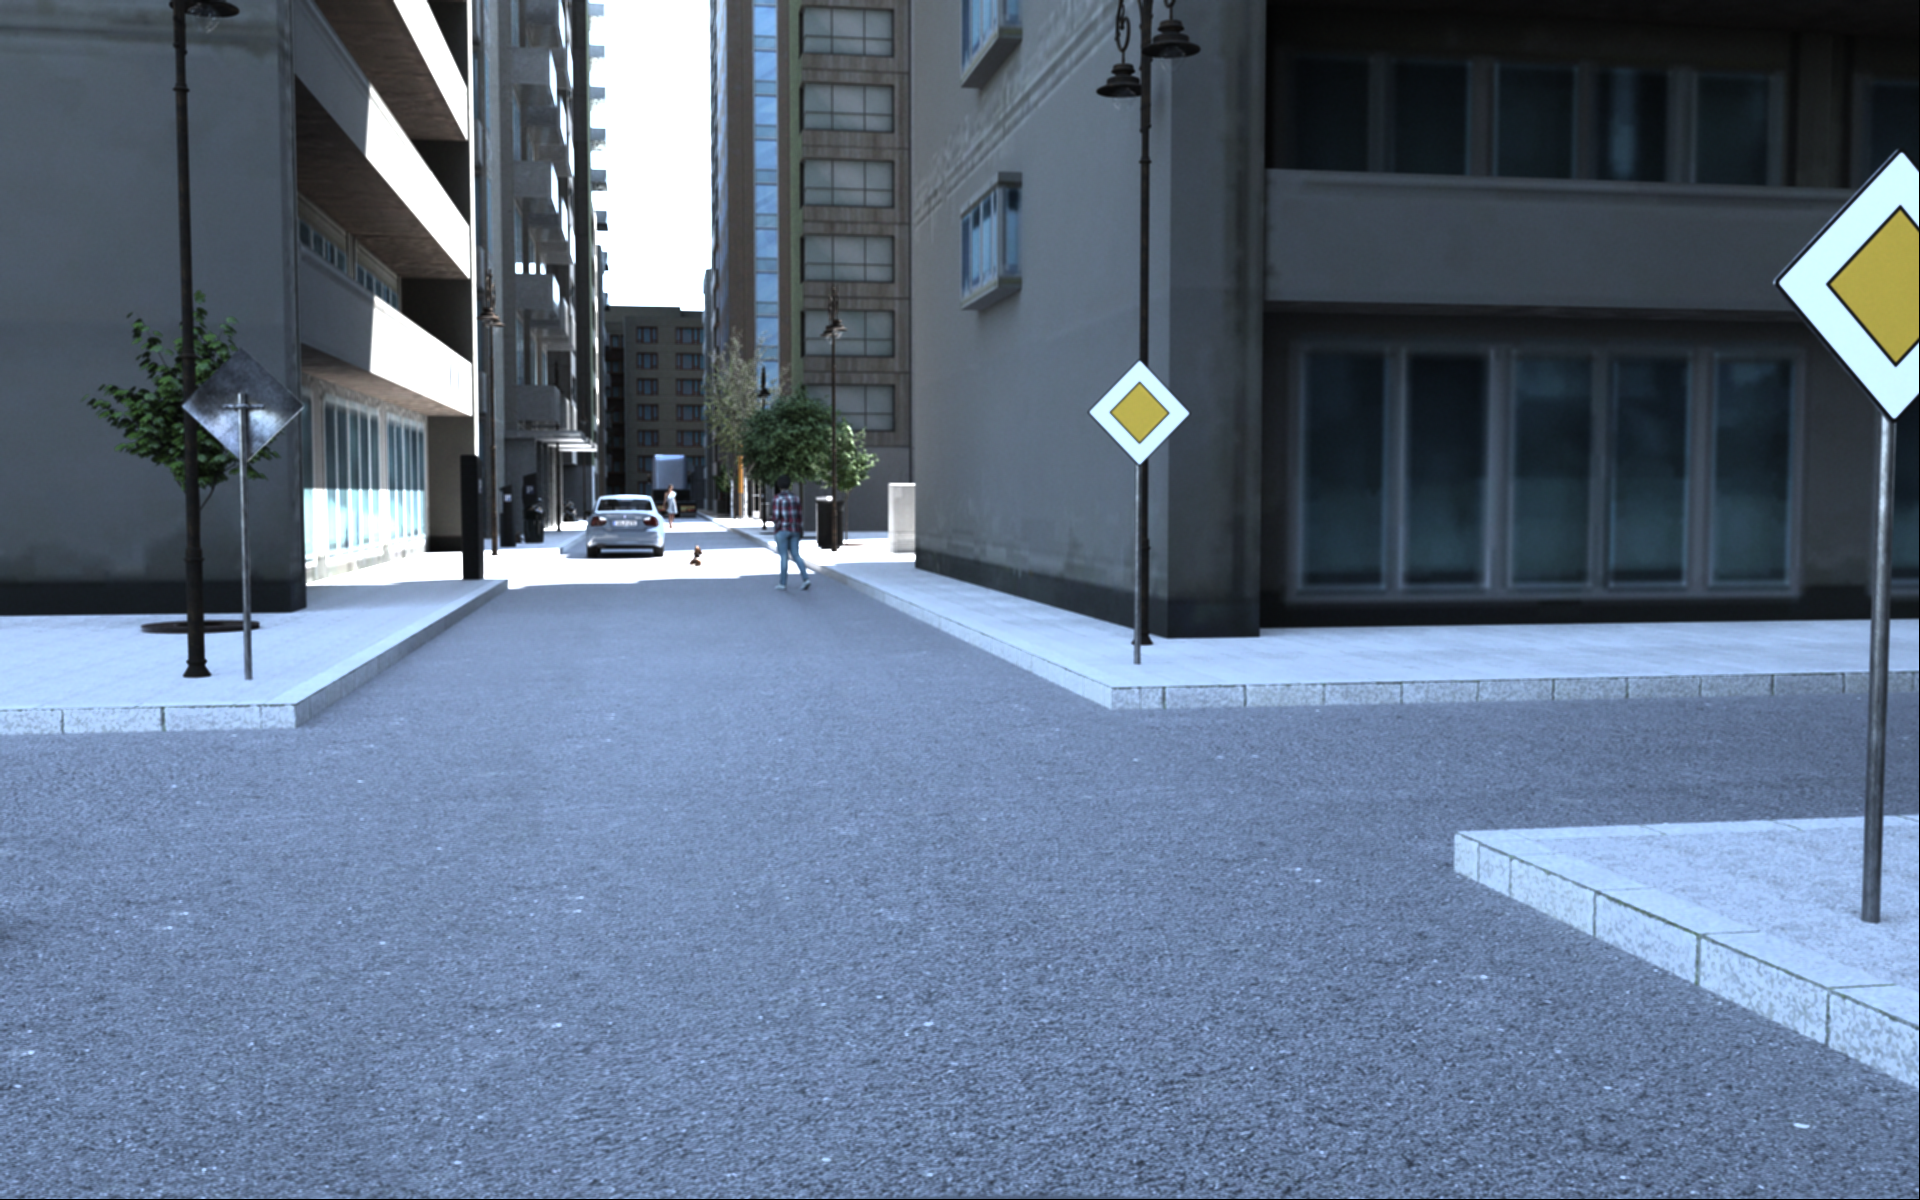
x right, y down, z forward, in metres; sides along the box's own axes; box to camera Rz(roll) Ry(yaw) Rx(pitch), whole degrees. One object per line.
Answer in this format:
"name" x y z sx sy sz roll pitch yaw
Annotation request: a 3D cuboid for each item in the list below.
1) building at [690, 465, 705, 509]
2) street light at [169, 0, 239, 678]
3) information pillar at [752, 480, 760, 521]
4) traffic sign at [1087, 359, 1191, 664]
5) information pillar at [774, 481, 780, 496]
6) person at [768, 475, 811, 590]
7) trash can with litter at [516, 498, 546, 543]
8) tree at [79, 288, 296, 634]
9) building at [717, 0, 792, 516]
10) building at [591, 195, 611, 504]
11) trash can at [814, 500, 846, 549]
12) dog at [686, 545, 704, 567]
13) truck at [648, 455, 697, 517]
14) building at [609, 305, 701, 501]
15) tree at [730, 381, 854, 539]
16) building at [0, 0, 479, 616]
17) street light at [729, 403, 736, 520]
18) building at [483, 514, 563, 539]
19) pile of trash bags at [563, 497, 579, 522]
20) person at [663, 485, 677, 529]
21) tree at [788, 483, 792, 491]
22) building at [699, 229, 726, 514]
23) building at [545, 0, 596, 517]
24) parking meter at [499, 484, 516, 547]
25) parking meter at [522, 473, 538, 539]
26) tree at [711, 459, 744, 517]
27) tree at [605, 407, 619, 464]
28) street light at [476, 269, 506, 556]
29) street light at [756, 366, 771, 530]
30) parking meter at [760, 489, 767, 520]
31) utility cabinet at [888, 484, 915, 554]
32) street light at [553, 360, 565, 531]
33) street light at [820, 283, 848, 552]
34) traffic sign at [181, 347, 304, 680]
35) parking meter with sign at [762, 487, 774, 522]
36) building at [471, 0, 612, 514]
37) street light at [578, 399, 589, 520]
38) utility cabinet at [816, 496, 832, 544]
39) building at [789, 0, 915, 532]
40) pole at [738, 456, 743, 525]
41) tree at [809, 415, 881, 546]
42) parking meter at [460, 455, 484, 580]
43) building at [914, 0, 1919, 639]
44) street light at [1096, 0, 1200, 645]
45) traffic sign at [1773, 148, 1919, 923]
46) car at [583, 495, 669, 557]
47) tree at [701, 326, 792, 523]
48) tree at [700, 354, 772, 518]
"building" -13.356 -43.635 151.683 20.563 71.187 20.611 -1 4 -10
"street light" -5.368 -2.399 12.007 0.468 5.910 1.993 -1 4 -10
"information pillar" -9.888 -4.861 83.971 0.304 2.012 0.304 -1 4 -22
"traffic sign" 1.334 -0.572 12.998 0.795 2.450 0.064 -1 4 -10
"information pillar" -6.636 -3.607 63.460 0.304 2.012 0.304 1 4 14
"person" -2.576 -1.017 25.964 0.563 1.720 0.643 -3 5 -42
"trash can with litter" -11.403 -2.079 45.382 1.055 1.170 0.624 0 4 0
"tree" -7.058 -1.328 16.319 1.663 3.219 1.824 0 3 0
"building" -7.658 -27.916 106.543 14.600 45.320 14.200 -1 4 -10
"building" -37.383 -16.334 112.106 27.650 21.520 28.899 -1 4 -10
"trash can" -3.017 -1.753 40.315 0.748 1.137 0.748 0 3 0
"dog" -5.312 -0.870 34.413 0.550 0.427 0.748 3 4 36
"truck" -18.891 -7.581 113.701 2.967 4.110 18.799 -1 4 -11
"building" -40.427 -20.544 180.927 28.899 21.520 27.650 -1 4 -10
"tree" -4.695 -4.063 50.151 4.285 4.588 4.351 0 3 0
"building" -19.551 -24.587 25.702 21.300 48.544 21.600 -1 4 -10
"street light" -11.300 -6.965 86.671 0.468 5.910 1.993 -1 4 -10
"building" -25.074 -26.887 59.203 23.786 49.044 30.456 -1 4 -10
"pile of trash bags" -18.551 -4.248 79.213 1.912 1.369 3.447 -1 4 -19
"person" -11.791 -3.777 70.344 0.616 1.811 0.778 -2 4 -24
"tree" -8.346 -5.376 82.505 1.663 3.219 1.824 0 3 0
"building" -4.851 -17.405 129.611 27.650 21.520 28.899 -1 4 -10
"building" -26.932 -19.583 91.885 14.160 30.474 14.107 -1 4 -10
"parking meter" -10.981 -2.057 42.041 0.372 1.533 0.369 0 3 0
"parking meter" -11.685 -2.532 47.104 0.399 1.863 0.255 0 4 -5
"tree" -13.074 -6.218 96.267 1.663 3.219 1.824 0 3 0
"tree" -28.262 -11.209 133.630 4.360 8.622 3.978 0 3 0
"street light" -9.640 -3.849 35.716 0.468 5.910 1.993 -1 4 -10
"street light" -7.076 -5.485 62.473 0.468 5.910 1.993 -1 4 -10
"parking meter" -9.826 -4.777 86.511 0.372 1.533 0.369 0 3 0
"utility cabinet" -0.931 -1.723 36.852 1.173 1.500 0.318 -2 4 -27
"street light" -13.869 -5.316 59.698 0.468 5.910 1.993 -1 4 -10
"street light" -2.776 -3.995 38.100 0.468 5.910 1.993 -1 4 -10
"traffic sign" -4.916 -0.506 11.912 0.795 2.450 0.064 -1 4 -10
"parking meter with sign" -8.324 -5.135 80.226 1.738 3.016 0.543 0 4 -4
"building" -45.215 -32.195 145.994 30.456 49.044 23.786 -1 4 -10
"street light" -18.246 -6.805 84.047 0.468 5.910 1.993 -1 4 -10
"utility cabinet" -3.541 -2.092 45.363 0.306 1.237 1.020 0 4 6
"building" 0.417 -23.368 65.662 14.154 41.232 14.086 -1 4 -10
"pole" -9.053 -4.745 71.429 0.158 3.312 0.155 0 3 0
"tree" -2.944 -2.948 42.798 1.663 3.219 1.824 0 3 0
"parking meter" -7.350 -1.248 26.108 0.255 1.863 0.399 0 4 -2
"building" 10.319 -24.617 26.190 21.600 48.544 21.300 -1 4 -10
"street light" 1.555 -2.557 14.603 0.468 5.910 1.993 -1 4 -10
"traffic sign" 2.731 -0.091 5.135 0.795 2.450 0.064 -1 4 -10
"car" -7.833 -1.750 40.618 2.014 1.417 4.499 -1 4 -10
"tree" -9.297 -7.735 76.832 4.360 8.622 3.978 0 3 0
"tree" -11.971 -8.666 92.058 4.737 8.622 4.395 0 3 0
